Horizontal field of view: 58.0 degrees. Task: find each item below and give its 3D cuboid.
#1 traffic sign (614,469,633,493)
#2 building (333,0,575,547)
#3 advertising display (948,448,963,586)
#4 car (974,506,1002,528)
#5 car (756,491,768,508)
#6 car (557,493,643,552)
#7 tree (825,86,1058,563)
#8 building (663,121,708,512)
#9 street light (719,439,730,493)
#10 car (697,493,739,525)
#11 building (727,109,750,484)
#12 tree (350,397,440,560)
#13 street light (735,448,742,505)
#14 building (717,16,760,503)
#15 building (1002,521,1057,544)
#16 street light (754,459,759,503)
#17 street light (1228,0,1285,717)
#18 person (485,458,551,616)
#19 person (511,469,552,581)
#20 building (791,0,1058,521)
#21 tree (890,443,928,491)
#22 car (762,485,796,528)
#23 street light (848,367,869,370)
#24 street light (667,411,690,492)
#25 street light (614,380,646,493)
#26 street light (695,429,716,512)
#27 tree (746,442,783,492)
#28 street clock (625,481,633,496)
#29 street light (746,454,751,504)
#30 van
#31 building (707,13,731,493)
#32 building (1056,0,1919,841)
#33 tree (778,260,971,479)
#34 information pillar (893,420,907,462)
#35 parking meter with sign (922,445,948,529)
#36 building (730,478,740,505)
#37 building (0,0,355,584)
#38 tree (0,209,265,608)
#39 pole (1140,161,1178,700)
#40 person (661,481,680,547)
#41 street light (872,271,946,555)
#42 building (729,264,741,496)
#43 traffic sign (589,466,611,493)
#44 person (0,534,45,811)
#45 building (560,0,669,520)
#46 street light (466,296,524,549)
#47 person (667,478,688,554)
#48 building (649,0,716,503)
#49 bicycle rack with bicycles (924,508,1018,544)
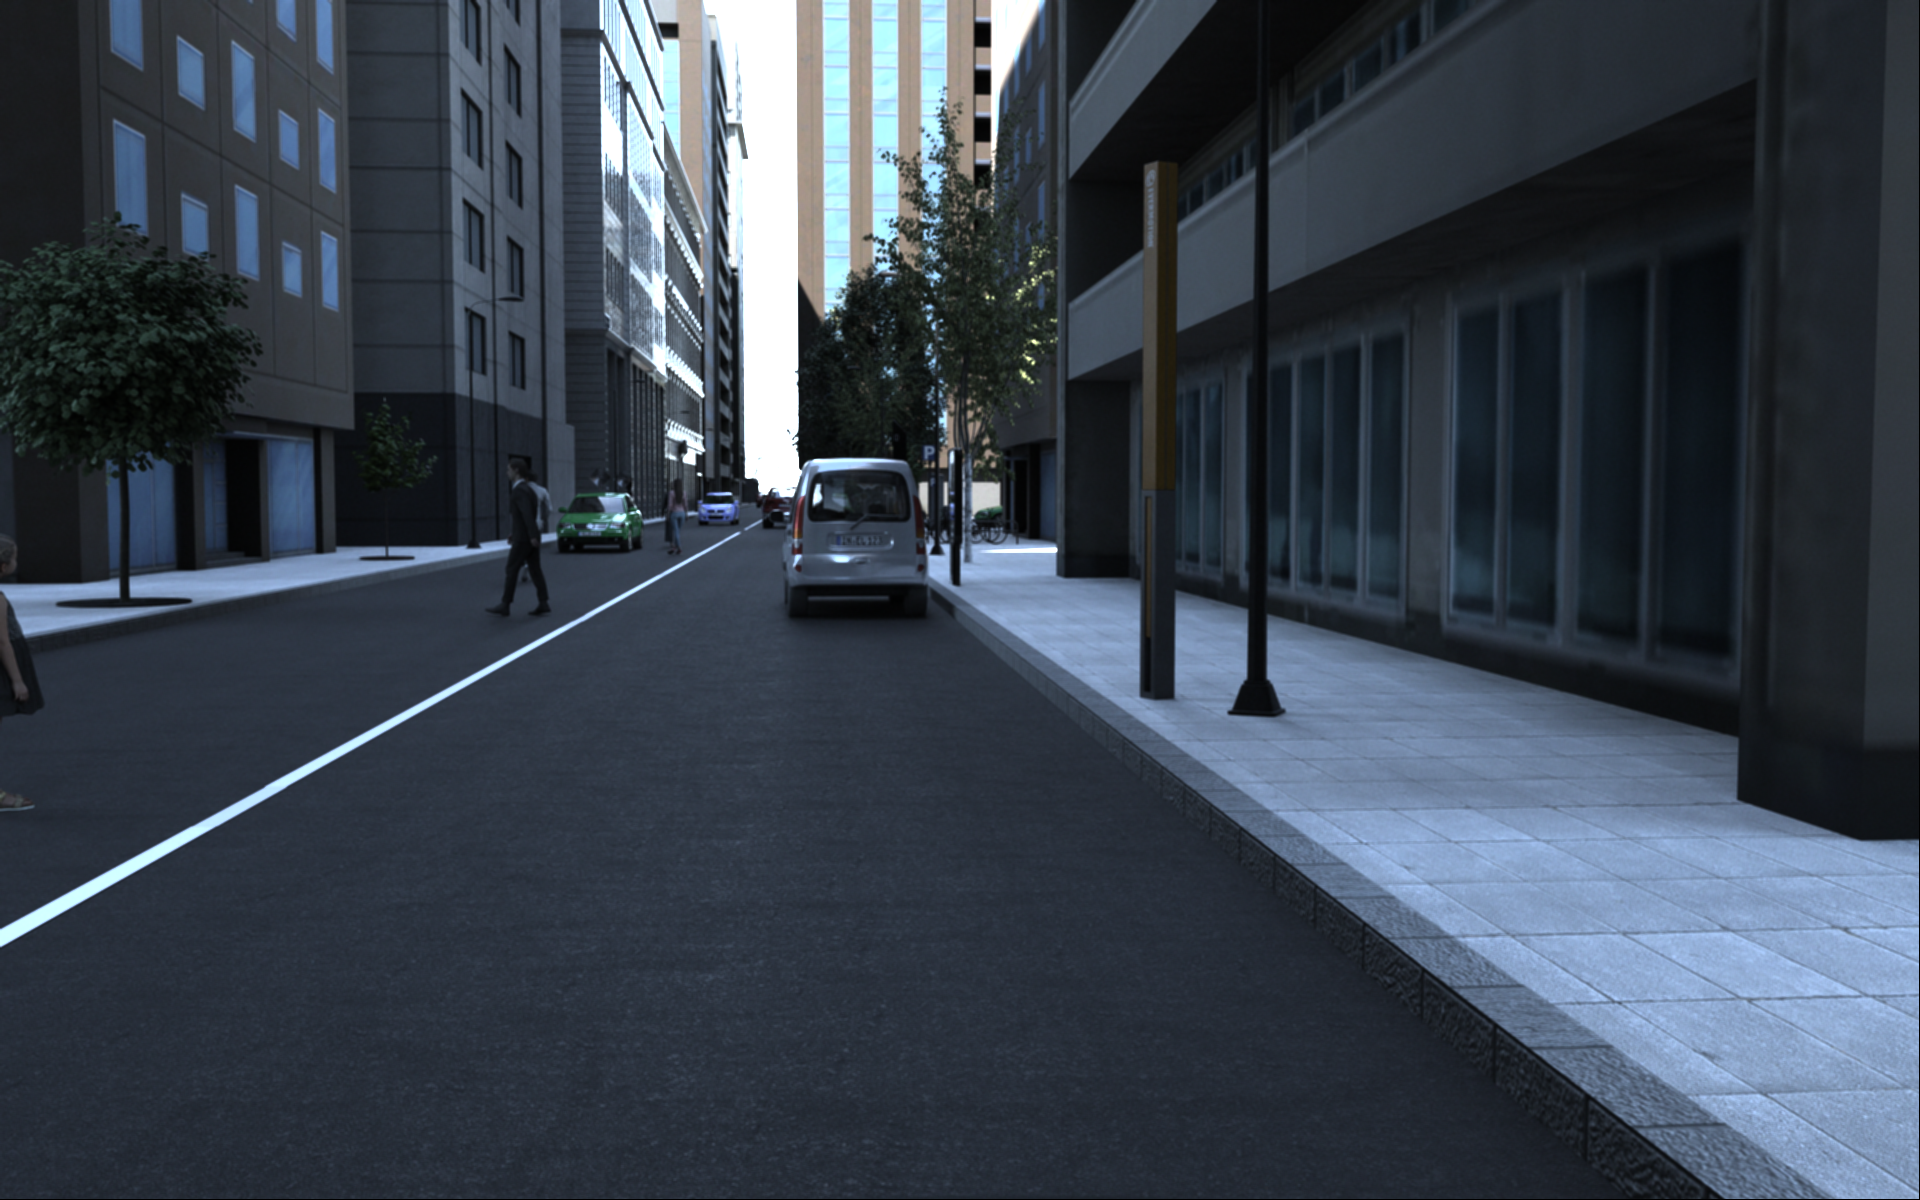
[{"bbox_3d":[-13.687,-4.087,70.472,0.795,2.450,0.064,0,4,-5],"label":"traffic sign"},{"bbox_3d":[-23.301,-37.385,49.504,20.611,71.187,20.563,0,4,-5],"label":"building"},{"bbox_3d":[-0.070,-1.181,24.516,0.123,1.923,0.974,0,4,-6],"label":"advertising display"},{"bbox_3d":[2.902,-3.703,69.334,4.718,1.807,1.959,0,4,-6],"label":"car"},{"bbox_3d":[-20.690,-10.809,185.394,2.281,1.827,5.304,0,4,-4],"label":"car"},{"bbox_3d":[-9.106,-2.152,43.986,1.959,1.807,4.718,0,4,-5],"label":"car"},{"bbox_3d":[0.394,-5.002,32.152,4.737,8.622,4.395,0,3,0],"label":"tree"},{"bbox_3d":[-27.172,-21.021,120.116,17.030,29.872,44.131,0,4,-5],"label":"building"},{"bbox_3d":[-20.217,-10.644,146.569,1.470,5.913,1.316,0,4,-5],"label":"street light"},{"bbox_3d":[-11.274,-4.368,81.013,1.945,1.707,3.694,0,4,-3],"label":"car"},{"bbox_3d":[-43.835,-39.807,240.084,28.713,52.752,27.495,0,4,-5],"label":"building"},{"bbox_3d":[-11.275,-2.394,33.742,1.663,3.219,1.824,0,3,0],"label":"tree"},{"bbox_3d":[-22.449,-12.259,172.979,1.470,5.913,1.316,0,4,-5],"label":"street light"},{"bbox_3d":[-41.656,-50.530,264.410,20.563,71.187,20.611,0,4,-5],"label":"building"},{"bbox_3d":[8.499,-24.436,49.636,14.600,45.320,14.200,0,4,-5],"label":"building"},{"bbox_3d":[-27.370,-15.725,229.642,1.470,5.913,1.316,0,4,-5],"label":"street light"},{"bbox_3d":[1.196,-2.286,9.917,1.470,5.913,1.316,0,4,-5],"label":"street light"},{"bbox_3d":[-5.218,-0.744,20.443,0.755,1.850,0.659,0,4,5],"label":"person"},{"bbox_3d":[-7.080,-1.241,28.637,0.661,1.843,0.795,-1,4,-17],"label":"person"},{"bbox_3d":[-2.464,-27.488,99.537,14.600,45.320,14.200,0,4,-5],"label":"building"},{"bbox_3d":[-1.842,-3.936,58.955,1.663,3.219,1.824,0,3,0],"label":"tree"},{"bbox_3d":[-7.382,-4.022,74.435,2.281,1.827,5.304,0,4,-3],"label":"car"},{"bbox_3d":[-3.396,-5.550,63.277,1.470,5.913,1.316,0,4,-5],"label":"street light"},{"bbox_3d":[-15.784,-7.606,96.906,1.470,5.913,1.316,0,4,-5],"label":"street light"},{"bbox_3d":[-13.437,-5.980,70.312,1.470,5.913,1.316,0,4,-5],"label":"street light"},{"bbox_3d":[-18.226,-9.221,123.297,1.470,5.913,1.316,0,4,-5],"label":"street light"},{"bbox_3d":[-34.915,-22.484,302.017,8.767,10.594,7.601,0,4,-4],"label":"tree"},{"bbox_3d":[-13.680,-4.099,71.582,0.358,2.002,0.471,0,4,-1],"label":"street clock"},{"bbox_3d":[-24.788,-13.876,199.406,1.470,5.913,1.316,0,4,-5],"label":"street light"},{"bbox_3d":[-1.370,-0.898,21.687,2.013,2.044,4.112,0,4,-7],"label":"van"},{"bbox_3d":[-33.724,-33.326,168.579,21.300,48.544,21.600,0,4,-5],"label":"building"},{"bbox_3d":[13.035,-24.011,16.284,21.300,48.544,21.600,0,4,-5],"label":"building"},{"bbox_3d":[-4.112,-10.262,84.795,9.611,12.733,9.660,0,3,0],"label":"tree"},{"bbox_3d":[-1.909,-3.868,54.590,0.504,3.616,0.183,2,4,34],"label":"information pillar"},{"bbox_3d":[-0.840,-4.046,62.407,0.543,3.016,1.738,1,4,16],"label":"parking meter with sign"},{"bbox_3d":[-40.964,-30.558,191.498,32.217,40.220,23.993,0,4,-5],"label":"building"},{"bbox_3d":[-19.687,-23.206,29.533,14.600,45.320,14.200,0,4,-5],"label":"building"},{"bbox_3d":[-9.801,-2.221,20.033,4.285,4.588,4.351,0,3,0],"label":"tree"},{"bbox_3d":[1.240,-1.036,10.788,0.158,3.312,0.155,0,3,0],"label":"pole"},{"bbox_3d":[-7.792,-2.324,46.912,0.576,1.772,0.534,-1,4,-19],"label":"person"},{"bbox_3d":[-1.022,-3.903,36.351,1.470,5.913,1.316,0,4,-5],"label":"street light"},{"bbox_3d":[-34.171,-26.897,211.469,14.160,30.474,14.107,0,4,-5],"label":"building"},{"bbox_3d":[-12.996,-3.601,62.517,0.795,2.450,0.064,0,4,-5],"label":"traffic sign"},{"bbox_3d":[-4.386,0.321,7.915,0.373,1.253,0.362,-3,4,-37],"label":"person"},{"bbox_3d":[-20.970,-18.723,83.619,11.434,29.767,29.804,0,4,-5],"label":"building"},{"bbox_3d":[-10.939,-4.172,40.748,1.470,5.913,1.316,0,4,-5],"label":"street light"},{"bbox_3d":[-6.742,-2.013,41.415,0.555,1.821,0.388,-3,5,-43],"label":"person"},{"bbox_3d":[-28.909,-30.641,151.084,14.600,45.320,14.200,0,4,-5],"label":"building"},{"bbox_3d":[0.112,-1.914,44.670,2.925,0.926,2.852,-1,4,-21],"label":"bicycle rack with bicycles"}]
